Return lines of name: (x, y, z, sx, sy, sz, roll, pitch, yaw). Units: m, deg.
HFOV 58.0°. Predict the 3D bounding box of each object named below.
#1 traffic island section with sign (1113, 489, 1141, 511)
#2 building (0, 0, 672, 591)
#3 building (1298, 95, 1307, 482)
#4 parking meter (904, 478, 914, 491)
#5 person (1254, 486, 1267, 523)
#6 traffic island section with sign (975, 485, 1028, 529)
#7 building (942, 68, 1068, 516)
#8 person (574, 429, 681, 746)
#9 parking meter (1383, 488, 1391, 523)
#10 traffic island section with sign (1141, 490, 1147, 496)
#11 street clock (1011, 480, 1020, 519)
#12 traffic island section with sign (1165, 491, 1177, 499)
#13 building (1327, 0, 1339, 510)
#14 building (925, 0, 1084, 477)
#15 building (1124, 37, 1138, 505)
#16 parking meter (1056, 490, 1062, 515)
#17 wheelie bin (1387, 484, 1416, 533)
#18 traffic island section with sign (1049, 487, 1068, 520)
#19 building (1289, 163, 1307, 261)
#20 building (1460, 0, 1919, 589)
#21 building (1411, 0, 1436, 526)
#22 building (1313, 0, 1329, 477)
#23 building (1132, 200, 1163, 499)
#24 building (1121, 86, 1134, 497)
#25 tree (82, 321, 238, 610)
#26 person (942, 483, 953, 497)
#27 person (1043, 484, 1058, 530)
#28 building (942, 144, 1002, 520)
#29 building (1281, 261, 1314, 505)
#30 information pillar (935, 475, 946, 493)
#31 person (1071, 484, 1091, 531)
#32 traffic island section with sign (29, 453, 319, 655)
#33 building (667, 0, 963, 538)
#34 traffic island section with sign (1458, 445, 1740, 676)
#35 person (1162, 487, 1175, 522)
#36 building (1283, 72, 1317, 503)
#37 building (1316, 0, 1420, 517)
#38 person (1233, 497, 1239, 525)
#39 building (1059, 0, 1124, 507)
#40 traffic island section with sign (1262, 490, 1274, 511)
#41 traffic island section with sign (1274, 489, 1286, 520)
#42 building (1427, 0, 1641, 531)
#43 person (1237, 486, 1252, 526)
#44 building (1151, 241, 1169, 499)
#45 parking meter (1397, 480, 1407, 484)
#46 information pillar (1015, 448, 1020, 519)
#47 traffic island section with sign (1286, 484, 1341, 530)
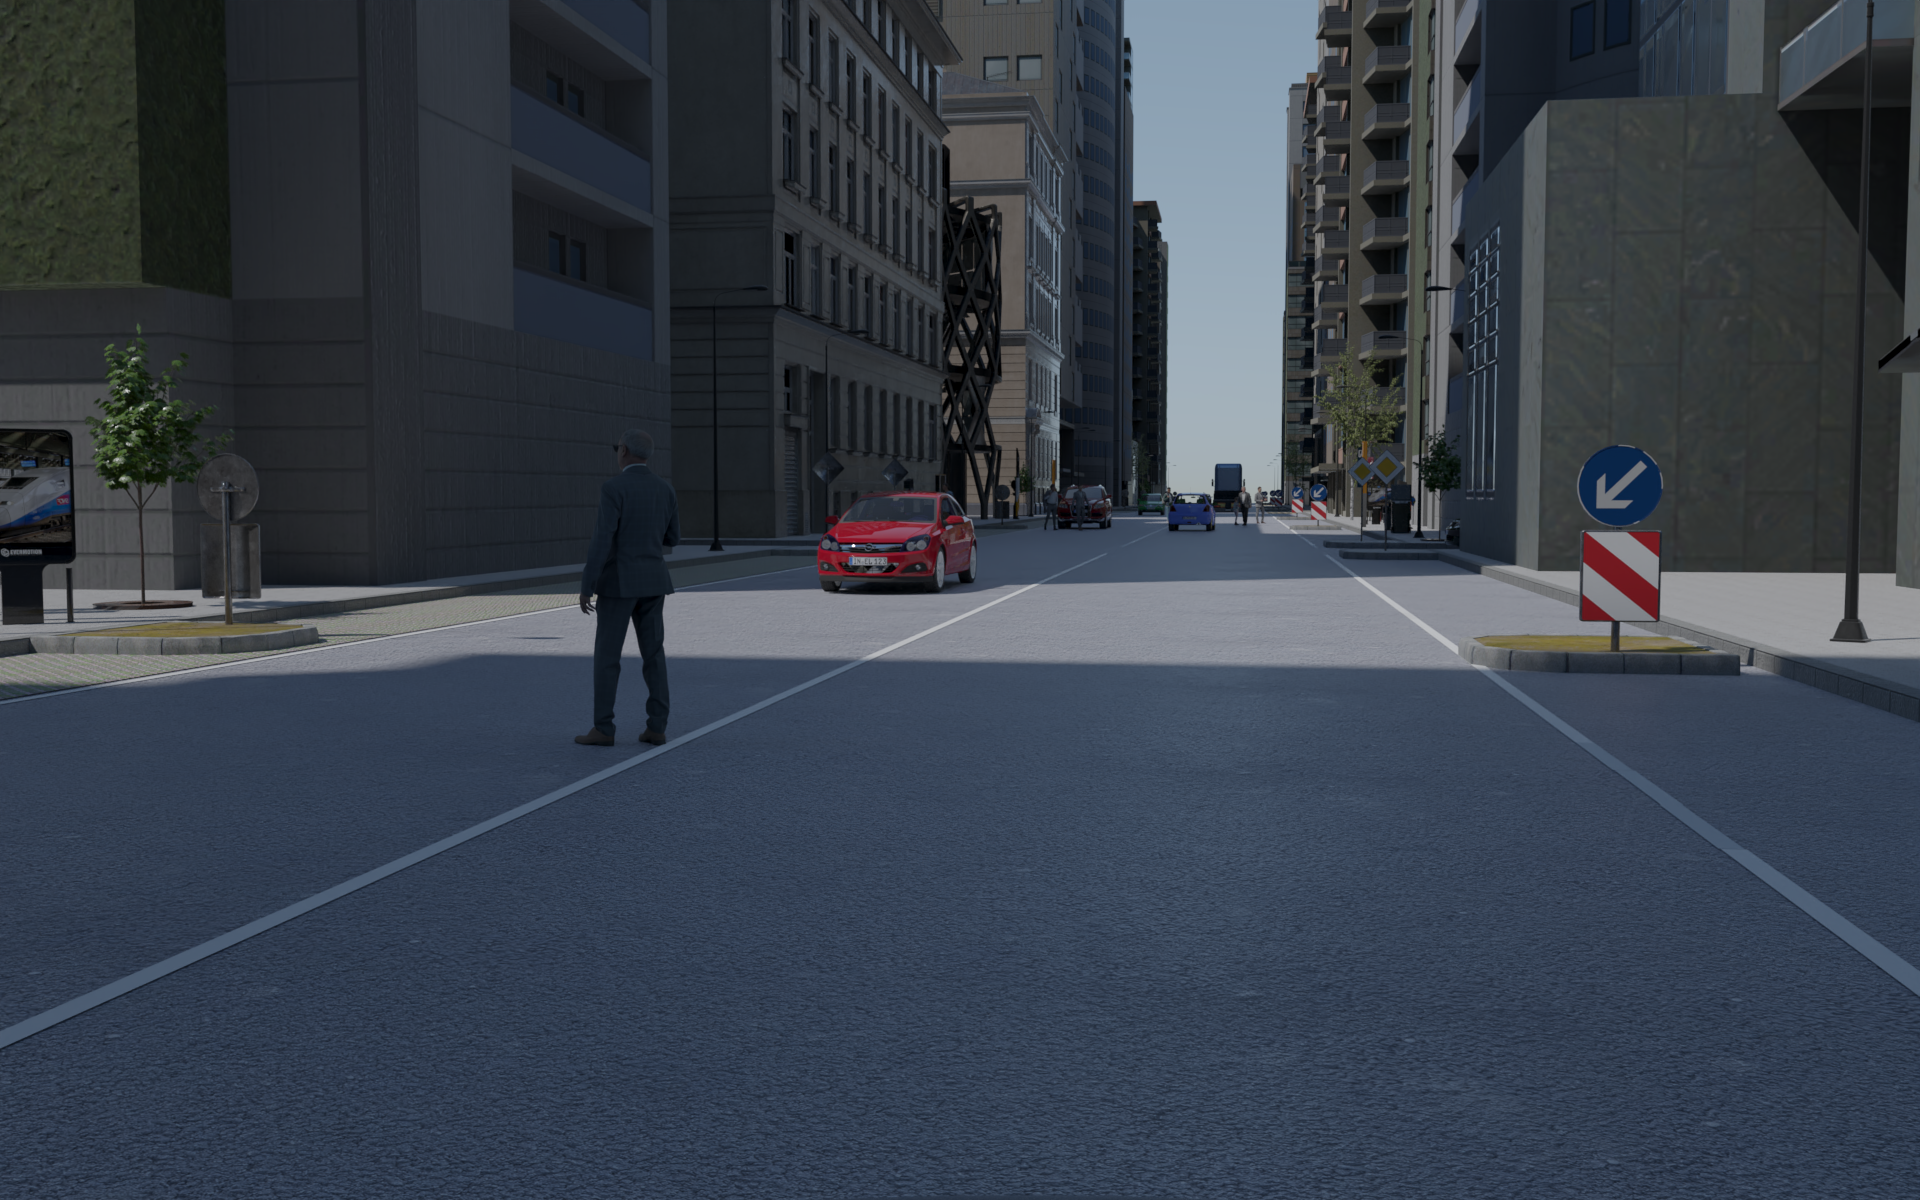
traffic island section with sign: (14.018, -8.436, 146.549, 1.989, 1.847, 2.006, 1, 4, 9)
building: (-20.684, -30.032, 33.023, 28.212, 58.520, 21.231, 1, 4, 9)
building: (46.591, -32.064, 178.868, 22.147, 44.769, 28.867, 1, 4, 9)
parking meter: (-1.918, -3.604, 64.642, 0.255, 1.863, 0.399, 2, 4, 25)
person: (14.669, -4.632, 84.437, 0.606, 1.804, 0.583, -3, 5, -43)
traffic island section with sign: (1.738, -3.823, 71.128, 1.989, 1.847, 2.006, 1, 4, 9)
building: (-0.649, -19.962, 112.285, 13.634, 28.700, 20.117, 1, 4, 9)
person: (-1.938, -0.079, 9.968, 0.590, 1.801, 0.661, 3, 5, 40)
parking meter: (18.954, -4.182, 76.787, 0.372, 1.533, 0.369, 0, 3, 0)
traffic island section with sign: (18.444, -10.100, 173.767, 1.989, 1.847, 2.006, 1, 4, 9)
street clock: (2.838, -5.142, 88.635, 0.358, 2.002, 0.471, -3, 5, -42)
traffic island section with sign: (27.477, -13.489, 229.164, 1.989, 1.847, 2.006, 1, 4, 9)
building: (35.100, -29.421, 131.137, 14.600, 45.320, 14.200, 1, 4, 9)
building: (-4.457, -33.642, 139.284, 28.713, 52.752, 27.495, 1, 4, 9)
building: (12.108, -55.604, 221.797, 22.319, 86.520, 31.000, 1, 4, 9)
parking meter: (6.171, -6.075, 107.730, 0.372, 1.533, 0.369, 0, 3, 0)
wheelie bin: (14.370, -2.976, 56.570, 0.980, 1.594, 0.693, 1, 4, 12)
traffic island section with sign: (6.069, -5.450, 97.734, 1.989, 1.847, 2.006, 1, 4, 9)
building: (50.424, -35.335, 227.843, 14.600, 45.320, 14.200, 1, 4, 9)
building: (19.810, -43.226, 19.415, 22.319, 86.520, 31.000, 1, 4, 9)
building: (26.359, -18.446, 73.297, 14.160, 30.474, 14.107, 1, 4, 9)
building: (45.069, -34.320, 150.374, 28.713, 52.752, 27.495, 1, 4, 9)
building: (17.975, -36.578, 252.680, 22.147, 44.769, 28.867, 1, 4, 9)
building: (11.377, -32.904, 188.092, 14.600, 45.320, 14.200, 1, 4, 9)
tree: (-9.230, -1.517, 19.409, 1.663, 3.219, 1.824, 0, 3, 0)
person: (-0.461, -3.075, 58.866, 0.778, 1.811, 0.616, -2, 4, -24)
person: (3.591, -3.680, 68.777, 0.679, 1.850, 0.850, -2, 4, -28)
building: (-6.461, -13.533, 88.713, 16.820, 18.784, 16.811, 1, 4, 9)
building: (47.352, -27.055, 214.044, 14.160, 30.474, 14.107, 1, 4, 9)
information pillar: (-0.743, -3.720, 65.320, 0.304, 2.012, 0.304, -3, 5, -42)
person: (4.751, -3.635, 68.054, 0.709, 1.813, 0.853, -1, 4, -22)
traffic island section with sign: (-7.199, -0.467, 16.258, 1.989, 1.847, 2.006, 1, 4, 9)
building: (-10.218, -14.147, 64.585, 16.112, 22.955, 30.059, 1, 4, 9)
traffic island section with sign: (5.336, -0.374, 14.748, 1.989, 1.847, 2.006, 1, 4, 9)
person: (10.429, -4.746, 86.439, 0.623, 1.781, 0.721, -3, 5, -43)
building: (57.174, -43.168, 247.789, 21.231, 58.520, 28.212, 1, 4, 9)
building: (32.308, -27.345, 101.715, 22.147, 44.769, 28.867, 1, 4, 9)
person: (12.768, -4.106, 79.912, 0.394, 1.301, 0.425, -2, 4, -35)
building: (4.244, -38.222, 166.925, 21.231, 58.520, 28.212, 1, 4, 9)
traffic island section with sign: (26.565, -8.347, 145.106, 1.989, 1.847, 2.006, 1, 4, 9)
traffic island section with sign: (18.606, -5.358, 96.224, 1.989, 1.847, 2.006, 1, 4, 9)
building: (29.936, -31.193, 52.006, 28.212, 58.520, 21.231, 1, 4, 9)
person: (12.892, -4.262, 78.582, 0.661, 1.777, 0.834, 1, 4, 17)
building: (25.468, -36.093, 273.719, 14.154, 41.232, 14.086, 1, 4, 9)
parking meter: (18.444, -4.070, 72.248, 0.399, 1.863, 0.255, 0, 4, -1)
information pillar: (2.929, -5.906, 87.921, 0.183, 3.616, 0.504, 1, 4, 13)
traffic island section with sign: (14.268, -3.730, 69.609, 1.989, 1.847, 2.006, 1, 4, 9)
